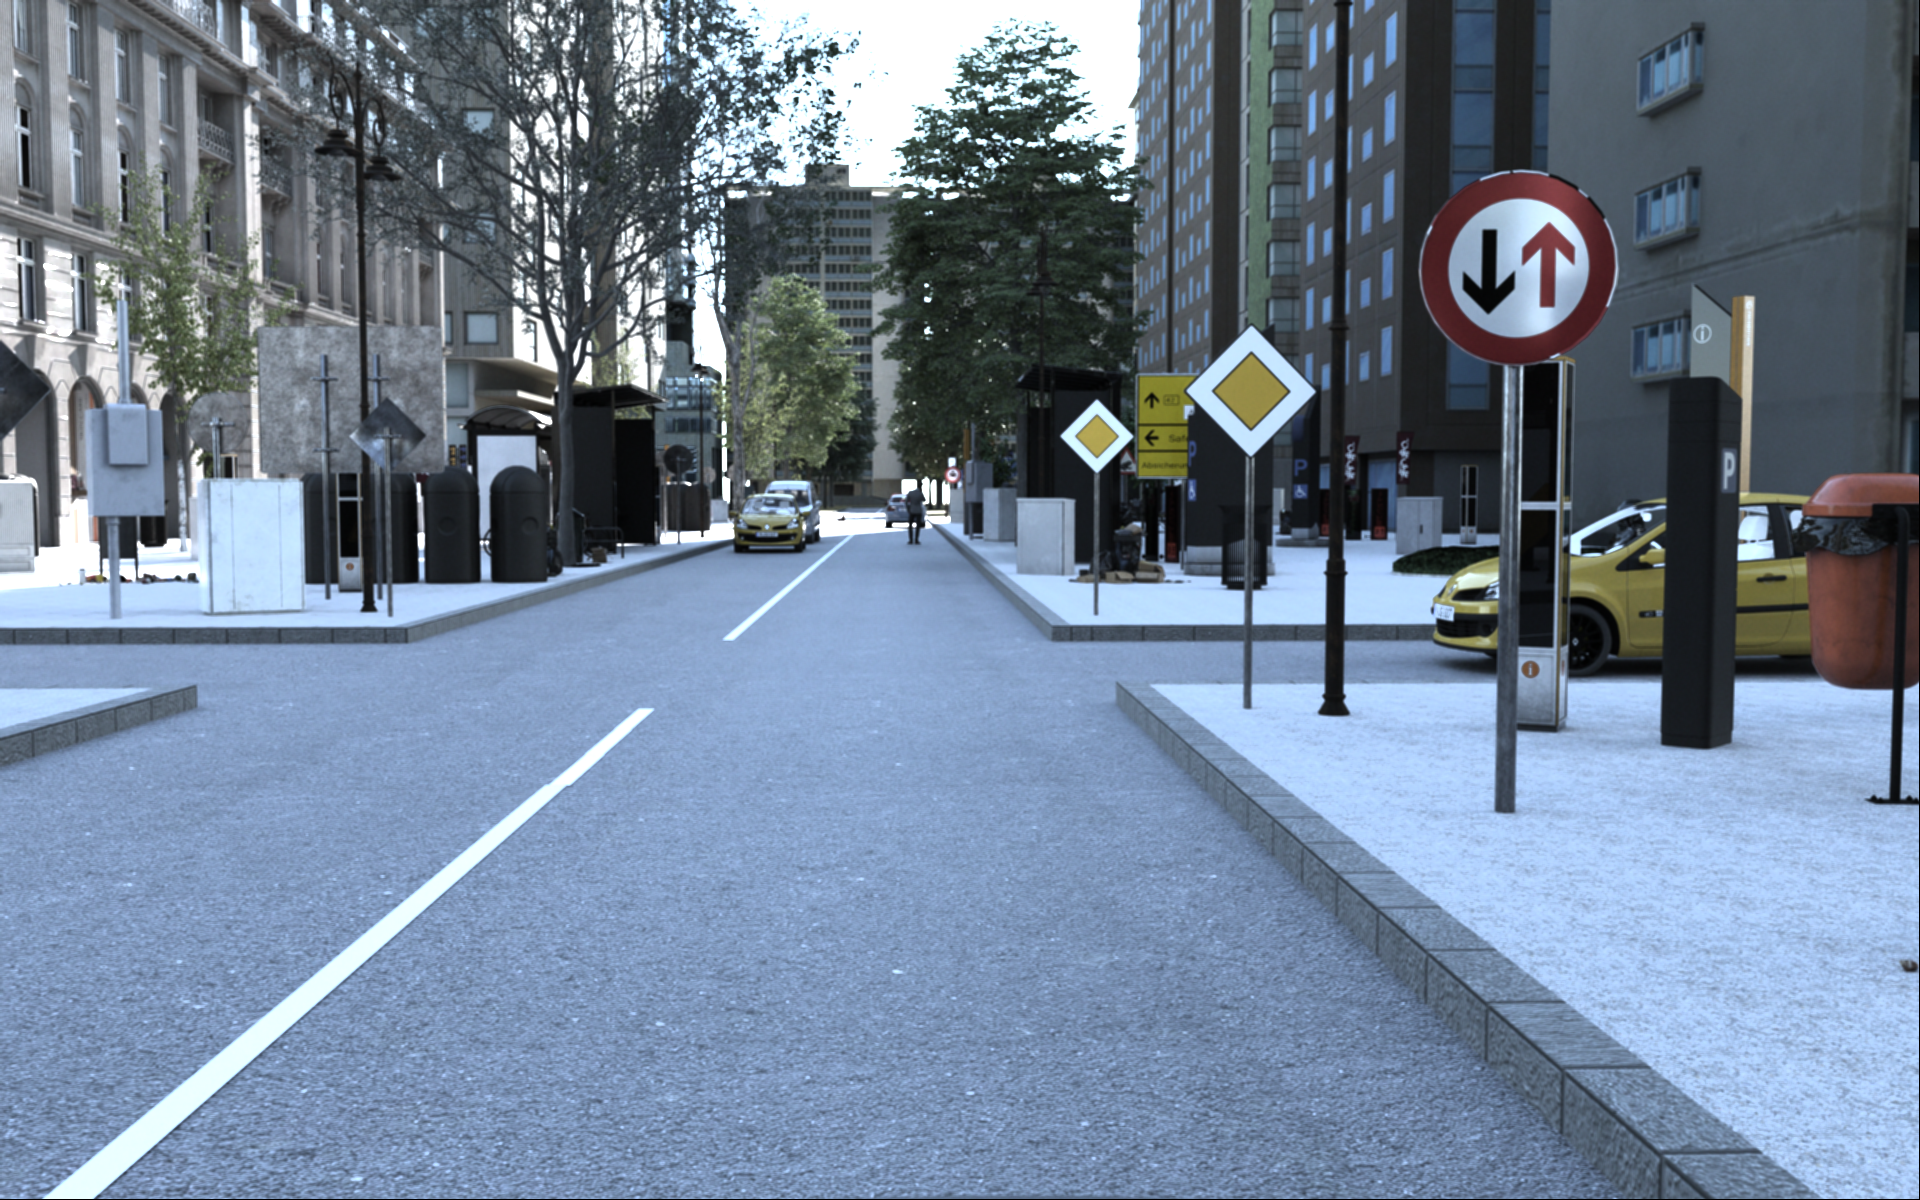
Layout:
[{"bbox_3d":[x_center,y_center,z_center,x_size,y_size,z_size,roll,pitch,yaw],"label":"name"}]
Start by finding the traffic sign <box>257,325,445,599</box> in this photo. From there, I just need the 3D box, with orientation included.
[{"bbox_3d":[-7.381,-1.659,21.000,2.265,3.308,0.079,0,4,3],"label":"traffic sign"}]

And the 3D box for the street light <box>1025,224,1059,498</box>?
[{"bbox_3d":[1.413,-3.500,30.009,0.468,5.910,1.993,0,4,-2],"label":"street light"}]

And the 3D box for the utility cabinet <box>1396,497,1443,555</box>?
[{"bbox_3d":[9.615,-1.537,36.297,0.306,1.237,1.020,-2,4,-33],"label":"utility cabinet"}]

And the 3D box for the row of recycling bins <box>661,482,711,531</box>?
[{"bbox_3d":[-9.803,-3.289,60.888,1.069,1.692,3.534,-2,4,-33],"label":"row of recycling bins"}]

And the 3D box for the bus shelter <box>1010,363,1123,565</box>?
[{"bbox_3d":[2.039,-2.630,34.284,1.731,3.624,6.357,0,4,-2],"label":"bus shelter"}]

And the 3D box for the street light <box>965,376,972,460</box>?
[{"bbox_3d":[0.308,-5.443,61.786,0.468,5.910,1.993,0,4,-2],"label":"street light"}]

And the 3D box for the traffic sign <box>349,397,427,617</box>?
[{"bbox_3d":[-5.952,-0.881,18.044,0.795,2.450,0.064,0,4,-2],"label":"traffic sign"}]

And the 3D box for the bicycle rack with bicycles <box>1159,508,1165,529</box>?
[{"bbox_3d":[8.184,-3.080,63.733,2.925,0.926,2.852,2,4,23],"label":"bicycle rack with bicycles"}]

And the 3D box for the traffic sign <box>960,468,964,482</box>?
[{"bbox_3d":[0.353,-4.939,80.851,0.768,2.556,0.104,0,4,8],"label":"traffic sign"}]

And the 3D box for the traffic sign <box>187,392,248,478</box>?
[{"bbox_3d":[-9.273,-1.317,21.639,0.768,2.556,0.104,0,4,1],"label":"traffic sign"}]

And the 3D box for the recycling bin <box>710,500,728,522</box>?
[{"bbox_3d":[-10.987,-4.053,78.827,0.722,1.027,0.722,-2,4,-25],"label":"recycling bin"}]

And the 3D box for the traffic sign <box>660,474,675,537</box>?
[{"bbox_3d":[-8.980,-3.176,51.928,0.884,2.594,0.081,0,4,4],"label":"traffic sign"}]

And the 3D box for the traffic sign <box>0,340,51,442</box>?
[{"bbox_3d":[-5.674,-0.393,10.063,0.795,2.450,0.064,0,4,-2],"label":"traffic sign"}]

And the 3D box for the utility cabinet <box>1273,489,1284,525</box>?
[{"bbox_3d":[12.711,-3.817,71.083,1.173,1.500,0.318,3,5,41],"label":"utility cabinet"}]

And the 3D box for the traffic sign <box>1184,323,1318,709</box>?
[{"bbox_3d":[1.717,-0.407,10.300,0.795,2.450,0.064,0,4,-2],"label":"traffic sign"}]

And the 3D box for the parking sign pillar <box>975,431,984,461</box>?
[{"bbox_3d":[0.981,-5.309,75.278,1.447,3.967,1.447,-1,4,-10],"label":"parking sign pillar"}]

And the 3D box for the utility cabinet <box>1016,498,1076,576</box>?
[{"bbox_3d":[1.368,-1.005,27.599,0.306,1.237,1.020,-3,5,-45],"label":"utility cabinet"}]

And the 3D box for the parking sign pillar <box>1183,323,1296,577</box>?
[{"bbox_3d":[4.288,-2.385,27.460,1.447,3.967,1.447,-1,4,-14],"label":"parking sign pillar"}]

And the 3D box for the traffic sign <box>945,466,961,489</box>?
[{"bbox_3d":[-0.321,-4.856,79.503,0.768,2.556,0.104,0,4,7],"label":"traffic sign"}]

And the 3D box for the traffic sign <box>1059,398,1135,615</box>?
[{"bbox_3d":[1.438,-0.895,18.280,0.795,2.450,0.064,0,4,-2],"label":"traffic sign"}]

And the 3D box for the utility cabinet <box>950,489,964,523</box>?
[{"bbox_3d":[0.105,-4.158,76.657,1.173,1.500,0.318,3,4,36],"label":"utility cabinet"}]

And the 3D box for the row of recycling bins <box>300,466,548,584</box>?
[{"bbox_3d":[-7.782,-1.102,25.130,3.534,1.692,1.069,0,4,-6],"label":"row of recycling bins"}]

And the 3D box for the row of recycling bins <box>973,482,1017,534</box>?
[{"bbox_3d":[1.694,-3.078,57.441,1.069,1.692,3.534,3,5,41],"label":"row of recycling bins"}]

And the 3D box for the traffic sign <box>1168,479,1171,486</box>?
[{"bbox_3d":[5.490,-2.766,45.332,0.768,2.556,0.104,0,3,0],"label":"traffic sign"}]

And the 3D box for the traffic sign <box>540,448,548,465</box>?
[{"bbox_3d":[-11.496,-2.857,46.814,0.768,2.556,0.104,0,4,8],"label":"traffic sign"}]

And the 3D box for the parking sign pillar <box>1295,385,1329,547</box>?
[{"bbox_3d":[8.448,-3.289,42.254,1.447,3.967,1.447,1,4,23],"label":"parking sign pillar"}]

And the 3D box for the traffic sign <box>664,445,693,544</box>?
[{"bbox_3d":[-7.243,-2.717,44.534,0.768,2.556,0.104,0,4,3],"label":"traffic sign"}]

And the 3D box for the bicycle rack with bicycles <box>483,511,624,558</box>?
[{"bbox_3d":[-8.151,-1.322,35.003,2.925,0.926,2.852,-2,4,-28],"label":"bicycle rack with bicycles"}]

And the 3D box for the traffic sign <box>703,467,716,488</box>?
[{"bbox_3d":[-11.731,-4.923,80.589,0.768,2.556,0.104,0,4,5],"label":"traffic sign"}]

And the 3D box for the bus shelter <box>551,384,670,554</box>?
[{"bbox_3d":[-7.971,-2.981,40.016,1.731,3.624,6.357,0,4,-2],"label":"bus shelter"}]

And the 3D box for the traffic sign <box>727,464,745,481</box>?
[{"bbox_3d":[-9.443,-4.463,73.076,0.768,2.556,0.104,0,4,4],"label":"traffic sign"}]

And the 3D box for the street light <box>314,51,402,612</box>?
[{"bbox_3d":[-6.447,-2.809,18.712,0.468,5.910,1.993,0,4,-2],"label":"street light"}]

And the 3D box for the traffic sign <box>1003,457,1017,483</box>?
[{"bbox_3d":[1.630,-3.633,59.499,0.768,2.556,0.104,0,4,3],"label":"traffic sign"}]

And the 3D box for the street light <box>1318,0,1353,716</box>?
[{"bbox_3d":[2.179,-2.271,9.915,0.468,5.910,1.993,0,4,-2],"label":"street light"}]

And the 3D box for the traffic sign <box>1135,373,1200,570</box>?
[{"bbox_3d":[4.089,-2.160,29.184,2.265,3.308,0.079,0,4,3],"label":"traffic sign"}]

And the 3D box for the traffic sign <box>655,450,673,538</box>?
[{"bbox_3d":[-8.518,-3.054,50.033,0.768,2.556,0.104,0,4,0],"label":"traffic sign"}]

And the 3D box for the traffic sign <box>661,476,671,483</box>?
[{"bbox_3d":[-13.260,-4.726,77.377,0.768,2.556,0.104,0,4,5],"label":"traffic sign"}]

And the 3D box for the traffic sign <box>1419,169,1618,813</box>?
[{"bbox_3d":[2.202,-0.417,6.920,0.768,2.556,0.104,0,4,5],"label":"traffic sign"}]

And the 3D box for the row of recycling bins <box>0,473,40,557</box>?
[{"bbox_3d":[-19.126,-1.653,34.136,1.069,1.692,3.534,0,4,-7],"label":"row of recycling bins"}]

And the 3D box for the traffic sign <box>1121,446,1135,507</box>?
[{"bbox_3d":[4.519,-2.877,47.041,0.884,2.594,0.081,0,4,6],"label":"traffic sign"}]

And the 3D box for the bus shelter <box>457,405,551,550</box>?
[{"bbox_3d":[-10.512,-2.954,42.217,2.014,3.302,5.546,0,4,-2],"label":"bus shelter"}]

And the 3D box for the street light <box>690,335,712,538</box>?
[{"bbox_3d":[-7.530,-4.750,50.451,0.468,5.910,1.993,0,4,-2],"label":"street light"}]

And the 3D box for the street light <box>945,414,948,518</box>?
[{"bbox_3d":[-0.737,-7.353,93.009,0.468,5.910,1.993,0,4,-2],"label":"street light"}]

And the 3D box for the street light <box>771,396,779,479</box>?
[{"bbox_3d":[-8.717,-6.659,81.668,0.468,5.910,1.993,0,4,-2],"label":"street light"}]
